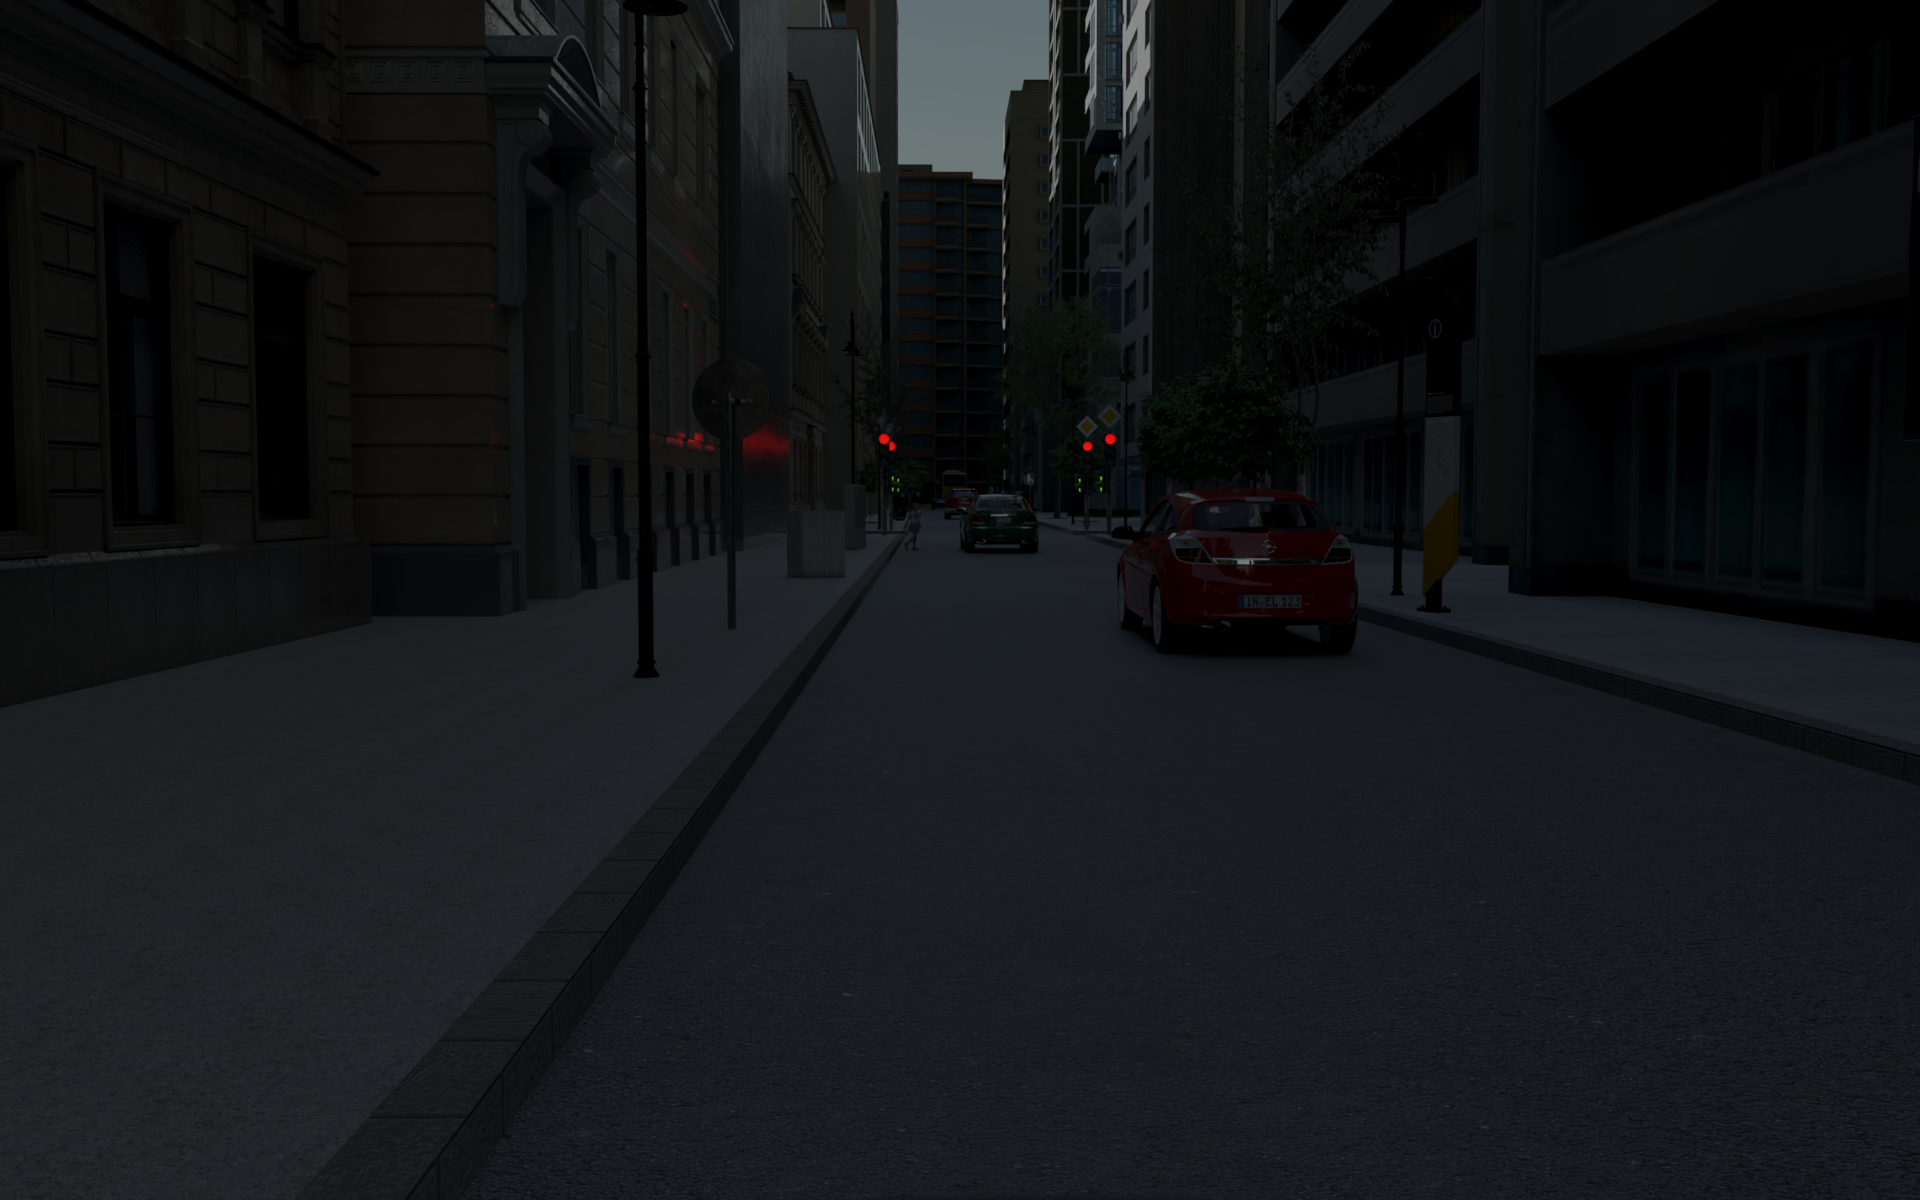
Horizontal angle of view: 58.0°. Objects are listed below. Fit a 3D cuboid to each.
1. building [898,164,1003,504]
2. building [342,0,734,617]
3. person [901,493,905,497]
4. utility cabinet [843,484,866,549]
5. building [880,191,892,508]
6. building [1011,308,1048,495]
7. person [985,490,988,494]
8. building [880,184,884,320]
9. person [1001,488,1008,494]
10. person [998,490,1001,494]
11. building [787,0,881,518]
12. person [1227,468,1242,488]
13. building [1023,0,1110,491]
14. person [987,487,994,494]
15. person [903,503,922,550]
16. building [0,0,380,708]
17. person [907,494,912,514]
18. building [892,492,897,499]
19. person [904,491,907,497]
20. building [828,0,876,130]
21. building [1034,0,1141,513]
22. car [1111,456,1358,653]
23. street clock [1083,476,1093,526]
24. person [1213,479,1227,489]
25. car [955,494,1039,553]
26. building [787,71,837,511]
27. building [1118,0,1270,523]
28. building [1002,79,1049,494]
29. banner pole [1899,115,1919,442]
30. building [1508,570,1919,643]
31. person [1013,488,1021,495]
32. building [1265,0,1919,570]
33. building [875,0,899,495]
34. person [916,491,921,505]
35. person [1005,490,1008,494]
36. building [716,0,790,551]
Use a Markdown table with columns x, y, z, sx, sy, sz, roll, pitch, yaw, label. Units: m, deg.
| x | y | z | sx | sy | sz | roll | pitch | yaw | label |
| --- | --- | --- | --- | --- | --- | --- | --- | --- | --- |
| -7.631 | -35.355 | 232.672 | 28.867 | 44.769 | 22.147 | 0 | 4 | -1 | building |
| -11.171 | -14.739 | 26.881 | 13.634 | 28.700 | 20.117 | 0 | 4 | -1 | building |
| -5.993 | -10.785 | 183.043 | 0.551 | 1.740 | 0.621 | 0 | 4 | -5 | person |
| -2.446 | -1.939 | 40.379 | 0.318 | 1.500 | 1.173 | 1 | 4 | 8 | utility cabinet |
| -13.453 | -23.652 | 158.413 | 14.160 | 30.474 | 14.107 | 0 | 4 | -1 | building |
| 19.632 | -20.205 | 175.390 | 27.650 | 21.520 | 28.899 | 0 | 4 | -1 | building |
| 3.156 | -12.193 | 205.854 | 0.683 | 1.767 | 0.568 | 3 | 5 | 40 | person |
| -12.436 | -20.807 | 126.099 | 13.634 | 28.700 | 20.117 | 0 | 4 | -1 | building |
| 3.940 | -8.953 | 152.285 | 0.599 | 1.838 | 0.709 | -1 | 4 | -16 | person |
| 4.483 | -11.741 | 198.920 | 0.530 | 1.710 | 0.541 | -1 | 4 | -20 | person |
| -14.693 | -18.014 | 99.050 | 19.350 | 26.468 | 34.151 | 0 | 4 | -1 | building |
| 5.722 | -1.849 | 36.304 | 0.654 | 1.822 | 0.581 | 0 | 4 | 0 | person |
| 16.292 | -43.478 | 149.114 | 20.563 | 71.187 | 20.611 | 0 | 4 | -1 | building |
| 1.505 | -4.378 | 80.481 | 0.834 | 1.777 | 0.661 | 1 | 4 | 19 | person |
| -1.195 | -1.887 | 44.374 | 0.382 | 1.210 | 0.505 | 2 | 4 | 31 | person |
| -10.420 | -8.740 | 7.519 | 10.561 | 19.102 | 19.286 | 0 | 4 | -1 | building |
| -3.314 | -6.272 | 113.257 | 0.373 | 1.253 | 0.362 | 0 | 4 | 6 | person |
| -16.760 | -45.056 | 174.924 | 20.563 | 71.187 | 20.611 | 0 | 4 | -1 | building |
| -5.479 | -10.420 | 177.329 | 0.541 | 1.710 | 0.530 | 0 | 4 | -5 | person |
| -14.053 | -30.180 | 143.553 | 14.600 | 45.320 | 14.200 | 0 | 4 | -1 | building |
| 16.909 | -48.911 | 112.363 | 22.319 | 86.520 | 31.000 | 0 | 4 | -1 | building |
| 2.620 | -0.493 | 17.106 | 2.155 | 1.783 | 4.494 | 0 | 4 | -1 | car |
| 5.029 | -3.924 | 68.733 | 0.358 | 2.002 | 0.471 | -2 | 4 | -33 | street clock |
| 7.340 | -2.560 | 48.171 | 0.520 | 1.790 | 0.573 | -2 | 4 | -27 | person |
| 0.966 | -1.963 | 43.899 | 2.131 | 1.459 | 4.920 | 0 | 4 | -2 | car |
| -10.953 | -12.724 | 72.657 | 10.561 | 19.102 | 19.286 | 0 | 4 | -1 | building |
| 14.073 | -18.199 | 69.255 | 14.107 | 30.474 | 14.160 | 0 | 4 | -1 | building |
| 15.989 | -35.230 | 199.717 | 21.300 | 48.544 | 21.600 | 0 | 4 | -1 | building |
| 5.612 | -1.209 | 9.780 | 0.401 | 3.779 | 0.863 | -1 | 4 | -9 | banner pole |
| 17.939 | -23.673 | 10.748 | 21.300 | 48.544 | 21.600 | 0 | 4 | -1 | building |
| 4.750 | -8.370 | 142.901 | 1.348 | 1.824 | 0.705 | 0 | 4 | -1 | person |
| 19.973 | -25.482 | 40.325 | 21.300 | 48.544 | 21.600 | 0 | 4 | -1 | building |
| -21.184 | -40.192 | 199.137 | 28.212 | 58.520 | 21.231 | 0 | 4 | -1 | building |
| -4.899 | -12.013 | 203.390 | 0.756 | 1.711 | 0.436 | 1 | 4 | 21 | person |
| 4.841 | -10.867 | 184.448 | 0.721 | 1.736 | 1.217 | -3 | 5 | -40 | person |
| -19.858 | -13.814 | 44.923 | 30.058 | 24.678 | 14.314 | 0 | 4 | -1 | building |
